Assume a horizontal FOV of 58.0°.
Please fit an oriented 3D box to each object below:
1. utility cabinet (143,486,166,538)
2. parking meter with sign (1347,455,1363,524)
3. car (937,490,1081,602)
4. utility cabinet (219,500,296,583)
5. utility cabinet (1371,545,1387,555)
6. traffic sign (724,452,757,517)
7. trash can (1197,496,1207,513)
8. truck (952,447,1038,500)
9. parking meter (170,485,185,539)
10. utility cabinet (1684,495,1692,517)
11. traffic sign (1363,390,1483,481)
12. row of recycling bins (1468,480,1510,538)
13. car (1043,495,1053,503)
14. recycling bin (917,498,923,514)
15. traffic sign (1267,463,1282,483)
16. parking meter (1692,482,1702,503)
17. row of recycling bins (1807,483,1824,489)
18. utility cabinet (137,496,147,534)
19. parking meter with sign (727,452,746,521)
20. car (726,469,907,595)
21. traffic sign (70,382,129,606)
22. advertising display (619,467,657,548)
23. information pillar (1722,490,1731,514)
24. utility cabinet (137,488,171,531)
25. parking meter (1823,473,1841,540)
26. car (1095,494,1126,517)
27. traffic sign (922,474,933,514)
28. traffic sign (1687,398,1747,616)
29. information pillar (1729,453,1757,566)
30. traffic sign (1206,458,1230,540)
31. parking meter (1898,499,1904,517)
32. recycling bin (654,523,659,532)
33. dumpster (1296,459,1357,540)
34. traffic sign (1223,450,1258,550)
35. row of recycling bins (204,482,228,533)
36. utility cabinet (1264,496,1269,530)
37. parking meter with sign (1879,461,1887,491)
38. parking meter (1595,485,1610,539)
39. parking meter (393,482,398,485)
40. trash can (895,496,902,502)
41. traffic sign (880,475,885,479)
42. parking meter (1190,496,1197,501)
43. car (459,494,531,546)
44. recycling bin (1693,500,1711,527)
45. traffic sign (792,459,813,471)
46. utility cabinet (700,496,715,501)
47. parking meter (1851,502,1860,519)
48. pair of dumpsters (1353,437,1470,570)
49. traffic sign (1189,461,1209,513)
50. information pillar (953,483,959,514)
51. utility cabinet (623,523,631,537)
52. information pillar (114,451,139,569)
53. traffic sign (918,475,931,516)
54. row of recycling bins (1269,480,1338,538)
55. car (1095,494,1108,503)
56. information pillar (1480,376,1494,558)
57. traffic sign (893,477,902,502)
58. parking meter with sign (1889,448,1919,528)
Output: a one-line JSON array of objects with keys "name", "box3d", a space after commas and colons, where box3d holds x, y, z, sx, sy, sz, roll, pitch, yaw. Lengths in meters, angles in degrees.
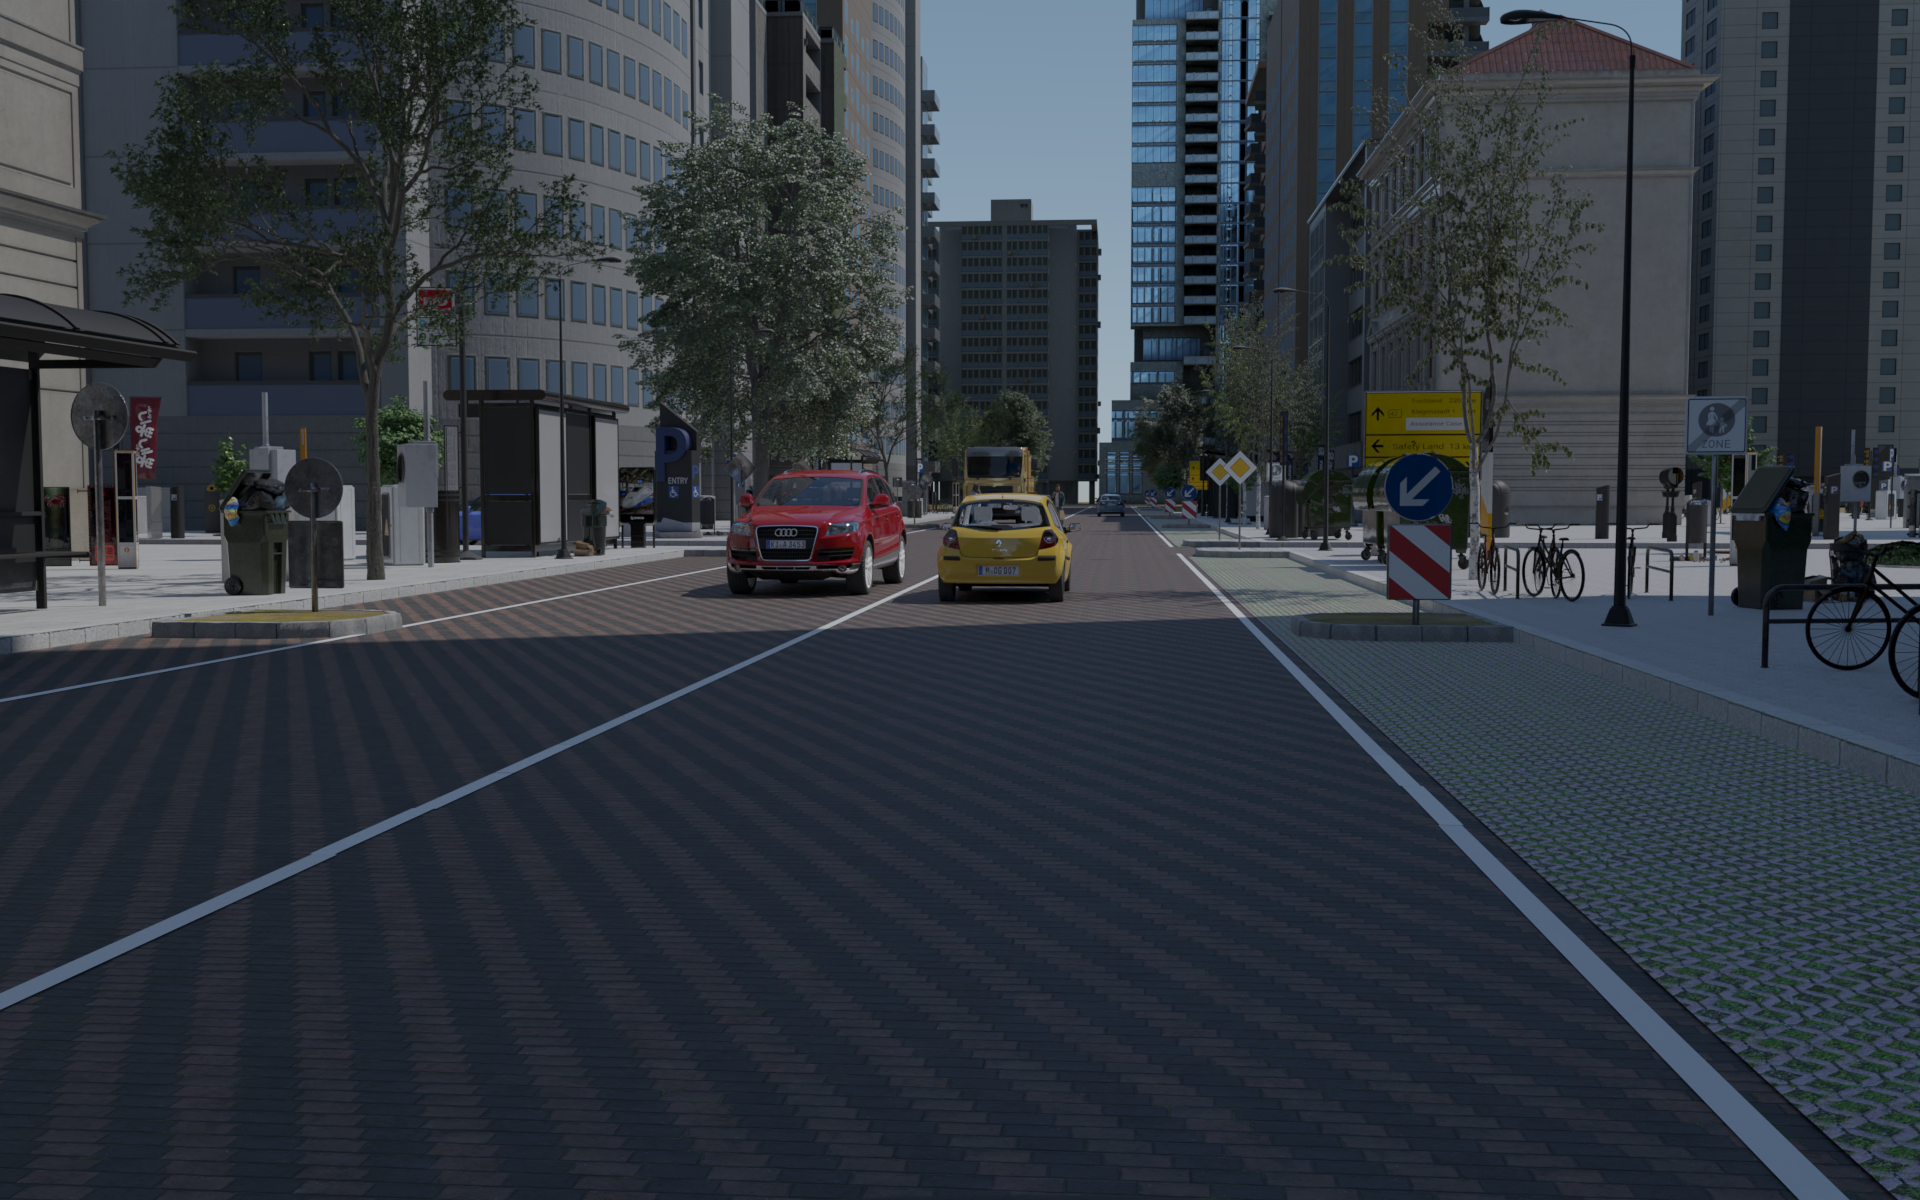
[{"name": "utility cabinet", "box3d": [-23.310, -2.535, 50.132, 0.318, 1.500, 1.173, -2, 4, -30]}, {"name": "parking meter with sign", "box3d": [17.386, -4.881, 76.059, 0.543, 3.016, 1.738, 0, 4, 3]}, {"name": "car", "box3d": [0.692, -0.873, 24.495, 2.015, 1.641, 3.980, 0, 4, 5]}, {"name": "utility cabinet", "box3d": [-10.235, -0.863, 25.279, 0.306, 1.237, 1.020, 3, 5, 41]}, {"name": "utility cabinet", "box3d": [8.861, -1.692, 36.338, 0.318, 1.500, 1.173, 1, 4, 23]}, {"name": "traffic sign", "box3d": [-5.198, -2.284, 40.992, 0.795, 2.450, 0.064, 0, 4, 5]}, {"name": "trash can", "box3d": [16.561, -6.532, 118.453, 0.748, 1.137, 0.748, 0, 3, 0]}, {"name": "truck", "box3d": [1.681, -4.736, 73.359, 3.469, 3.379, 9.791, 0, 4, 5]}, {"name": "parking meter", "box3d": [-22.578, -2.541, 49.952, 0.372, 1.533, 0.369, 0, 3, 0]}, {"name": "utility cabinet", "box3d": [40.629, -5.217, 96.455, 0.306, 1.237, 1.020, 3, 5, 40]}, {"name": "traffic sign", "box3d": [9.075, -2.456, 34.026, 2.265, 3.308, 0.079, 1, 4, 9]}, {"name": "row of recycling bins", "box3d": [15.493, -2.760, 52.238, 1.069, 1.692, 3.534, -1, 4, -8]}, {"name": "car", "box3d": [6.709, -7.870, 141.035, 2.083, 1.381, 4.827, 0, 4, 5]}, {"name": "recycling bin", "box3d": [-2.790, -5.813, 107.600, 0.722, 1.027, 0.722, 3, 4, 36]}, {"name": "traffic sign", "box3d": [10.305, -3.327, 56.523, 0.606, 2.300, 0.079, 1, 4, 9]}, {"name": "parking meter", "box3d": [35.243, -4.719, 82.868, 0.255, 1.863, 0.399, -1, 4, -17]}, {"name": "row of recycling bins", "box3d": [39.497, -4.441, 79.730, 1.069, 1.692, 3.534, 1, 4, 18]}, {"name": "utility cabinet", "box3d": [-26.459, -2.748, 56.087, 0.306, 1.237, 1.020, 1, 4, 19]}, {"name": "parking meter with sign", "box3d": [-8.861, -4.465, 69.260, 0.543, 3.016, 1.738, -1, 4, -18]}, {"name": "car", "box3d": [-2.090, -1.085, 26.415, 2.281, 1.827, 5.304, 0, 4, 7]}, {"name": "traffic sign", "box3d": [-9.835, -1.204, 19.788, 0.768, 2.556, 0.104, 1, 4, 14]}, {"name": "advertising display", "box3d": [-7.681, -2.208, 41.311, 0.974, 1.923, 0.123, 1, 4, 19]}, {"name": "information pillar", "box3d": [49.729, -7.398, 112.316, 0.504, 3.616, 0.183, 0, 4, 5]}, {"name": "utility cabinet", "box3d": [-27.571, -3.079, 59.021, 1.173, 1.500, 0.318, -3, 5, -45]}, {"name": "parking meter", "box3d": [24.521, -2.632, 48.739, 0.399, 1.863, 0.255, 0, 4, 5]}, {"name": "car", "box3d": [9.644, -6.040, 110.755, 2.014, 1.417, 4.499, 0, 4, 4]}, {"name": "traffic sign", "box3d": [-2.090, -6.605, 108.095, 0.768, 2.556, 0.104, 1, 4, 10]}, {"name": "traffic sign", "box3d": [7.930, -0.984, 18.224, 0.606, 2.300, 0.079, 1, 4, 13]}, {"name": "information pillar", "box3d": [13.959, -1.613, 30.873, 0.304, 2.012, 0.304, -2, 4, -33]}, {"name": "traffic sign", "box3d": [7.176, -2.704, 47.858, 0.795, 2.450, 0.064, 0, 4, 5]}, {"name": "parking meter", "box3d": [52.058, -5.507, 95.746, 0.255, 1.863, 0.399, 0, 4, 7]}, {"name": "recycling bin", "box3d": [-9.553, -2.709, 56.851, 0.722, 1.027, 0.722, 2, 4, 27]}, {"name": "dumpster", "box3d": [10.344, -2.839, 48.915, 1.502, 2.255, 1.985, 0, 4, 5]}, {"name": "traffic sign", "box3d": [6.445, -2.218, 39.906, 0.795, 2.450, 0.064, 0, 4, 5]}, {"name": "row of recycling bins", "box3d": [-23.502, -3.032, 56.686, 3.534, 1.692, 1.069, 3, 4, 36]}, {"name": "utility cabinet", "box3d": [11.415, -3.113, 62.058, 1.020, 1.237, 0.306, 2, 4, 31]}, {"name": "parking meter with sign", "box3d": [48.548, -5.793, 90.981, 0.543, 3.016, 1.738, 3, 4, 37]}, {"name": "parking meter", "box3d": [18.328, -2.508, 49.410, 0.372, 1.533, 0.369, 0, 3, 0]}, {"name": "parking meter", "box3d": [-19.427, -3.292, 59.532, 0.399, 1.863, 0.255, 2, 4, 24]}, {"name": "trash can", "box3d": [-3.815, -5.789, 106.297, 0.748, 1.137, 0.748, 0, 3, 0]}, {"name": "traffic sign", "box3d": [-4.288, -5.695, 95.236, 0.606, 2.300, 0.079, 0, 4, 6]}, {"name": "parking meter", "box3d": [13.956, -5.820, 103.572, 0.372, 1.533, 0.369, 0, 3, 0]}, {"name": "car", "box3d": [-12.558, -2.288, 47.003, 3.694, 1.707, 1.945, 0, 4, 5]}, {"name": "recycling bin", "box3d": [29.438, -3.427, 68.580, 0.722, 1.027, 0.722, 2, 4, 29]}, {"name": "traffic sign", "box3d": [-4.468, -2.771, 48.944, 0.795, 2.450, 0.064, 0, 4, 5]}, {"name": "utility cabinet", "box3d": [-10.516, -3.715, 71.897, 0.306, 1.237, 1.020, 1, 4, 20]}, {"name": "parking meter", "box3d": [46.119, -5.103, 89.138, 0.255, 1.863, 0.399, 0, 4, -3]}, {"name": "pair of dumpsters", "box3d": [8.220, -1.771, 31.450, 1.574, 2.255, 4.437, 0, 4, 5]}, {"name": "traffic sign", "box3d": [15.137, -6.854, 105.935, 2.265, 3.308, 0.079, 1, 4, 14]}, {"name": "information pillar", "box3d": [-0.269, -6.648, 113.186, 0.304, 2.012, 0.304, 3, 4, 38]}, {"name": "utility cabinet", "box3d": [-9.875, -2.509, 52.191, 0.306, 1.237, 1.020, 0, 4, 3]}, {"name": "information pillar", "box3d": [-14.223, -1.534, 29.570, 0.304, 2.012, 0.304, -1, 4, -18]}, {"name": "traffic sign", "box3d": [-2.088, -6.191, 102.404, 0.795, 2.450, 0.064, 0, 4, 8]}, {"name": "row of recycling bins", "box3d": [10.304, -2.734, 51.806, 1.069, 1.692, 3.534, 3, 5, 39]}, {"name": "car", "box3d": [14.347, -9.699, 170.374, 2.131, 1.459, 4.920, 0, 4, 4]}, {"name": "information pillar", "box3d": [10.535, -2.645, 34.607, 0.183, 3.616, 0.504, 0, 4, -1]}, {"name": "traffic sign", "box3d": [-3.775, -6.261, 104.495, 0.606, 2.300, 0.079, 1, 4, 10]}, {"name": "parking meter with sign", "box3d": [36.011, -4.219, 65.249, 1.738, 3.016, 0.543, 1, 4, 12]}]
